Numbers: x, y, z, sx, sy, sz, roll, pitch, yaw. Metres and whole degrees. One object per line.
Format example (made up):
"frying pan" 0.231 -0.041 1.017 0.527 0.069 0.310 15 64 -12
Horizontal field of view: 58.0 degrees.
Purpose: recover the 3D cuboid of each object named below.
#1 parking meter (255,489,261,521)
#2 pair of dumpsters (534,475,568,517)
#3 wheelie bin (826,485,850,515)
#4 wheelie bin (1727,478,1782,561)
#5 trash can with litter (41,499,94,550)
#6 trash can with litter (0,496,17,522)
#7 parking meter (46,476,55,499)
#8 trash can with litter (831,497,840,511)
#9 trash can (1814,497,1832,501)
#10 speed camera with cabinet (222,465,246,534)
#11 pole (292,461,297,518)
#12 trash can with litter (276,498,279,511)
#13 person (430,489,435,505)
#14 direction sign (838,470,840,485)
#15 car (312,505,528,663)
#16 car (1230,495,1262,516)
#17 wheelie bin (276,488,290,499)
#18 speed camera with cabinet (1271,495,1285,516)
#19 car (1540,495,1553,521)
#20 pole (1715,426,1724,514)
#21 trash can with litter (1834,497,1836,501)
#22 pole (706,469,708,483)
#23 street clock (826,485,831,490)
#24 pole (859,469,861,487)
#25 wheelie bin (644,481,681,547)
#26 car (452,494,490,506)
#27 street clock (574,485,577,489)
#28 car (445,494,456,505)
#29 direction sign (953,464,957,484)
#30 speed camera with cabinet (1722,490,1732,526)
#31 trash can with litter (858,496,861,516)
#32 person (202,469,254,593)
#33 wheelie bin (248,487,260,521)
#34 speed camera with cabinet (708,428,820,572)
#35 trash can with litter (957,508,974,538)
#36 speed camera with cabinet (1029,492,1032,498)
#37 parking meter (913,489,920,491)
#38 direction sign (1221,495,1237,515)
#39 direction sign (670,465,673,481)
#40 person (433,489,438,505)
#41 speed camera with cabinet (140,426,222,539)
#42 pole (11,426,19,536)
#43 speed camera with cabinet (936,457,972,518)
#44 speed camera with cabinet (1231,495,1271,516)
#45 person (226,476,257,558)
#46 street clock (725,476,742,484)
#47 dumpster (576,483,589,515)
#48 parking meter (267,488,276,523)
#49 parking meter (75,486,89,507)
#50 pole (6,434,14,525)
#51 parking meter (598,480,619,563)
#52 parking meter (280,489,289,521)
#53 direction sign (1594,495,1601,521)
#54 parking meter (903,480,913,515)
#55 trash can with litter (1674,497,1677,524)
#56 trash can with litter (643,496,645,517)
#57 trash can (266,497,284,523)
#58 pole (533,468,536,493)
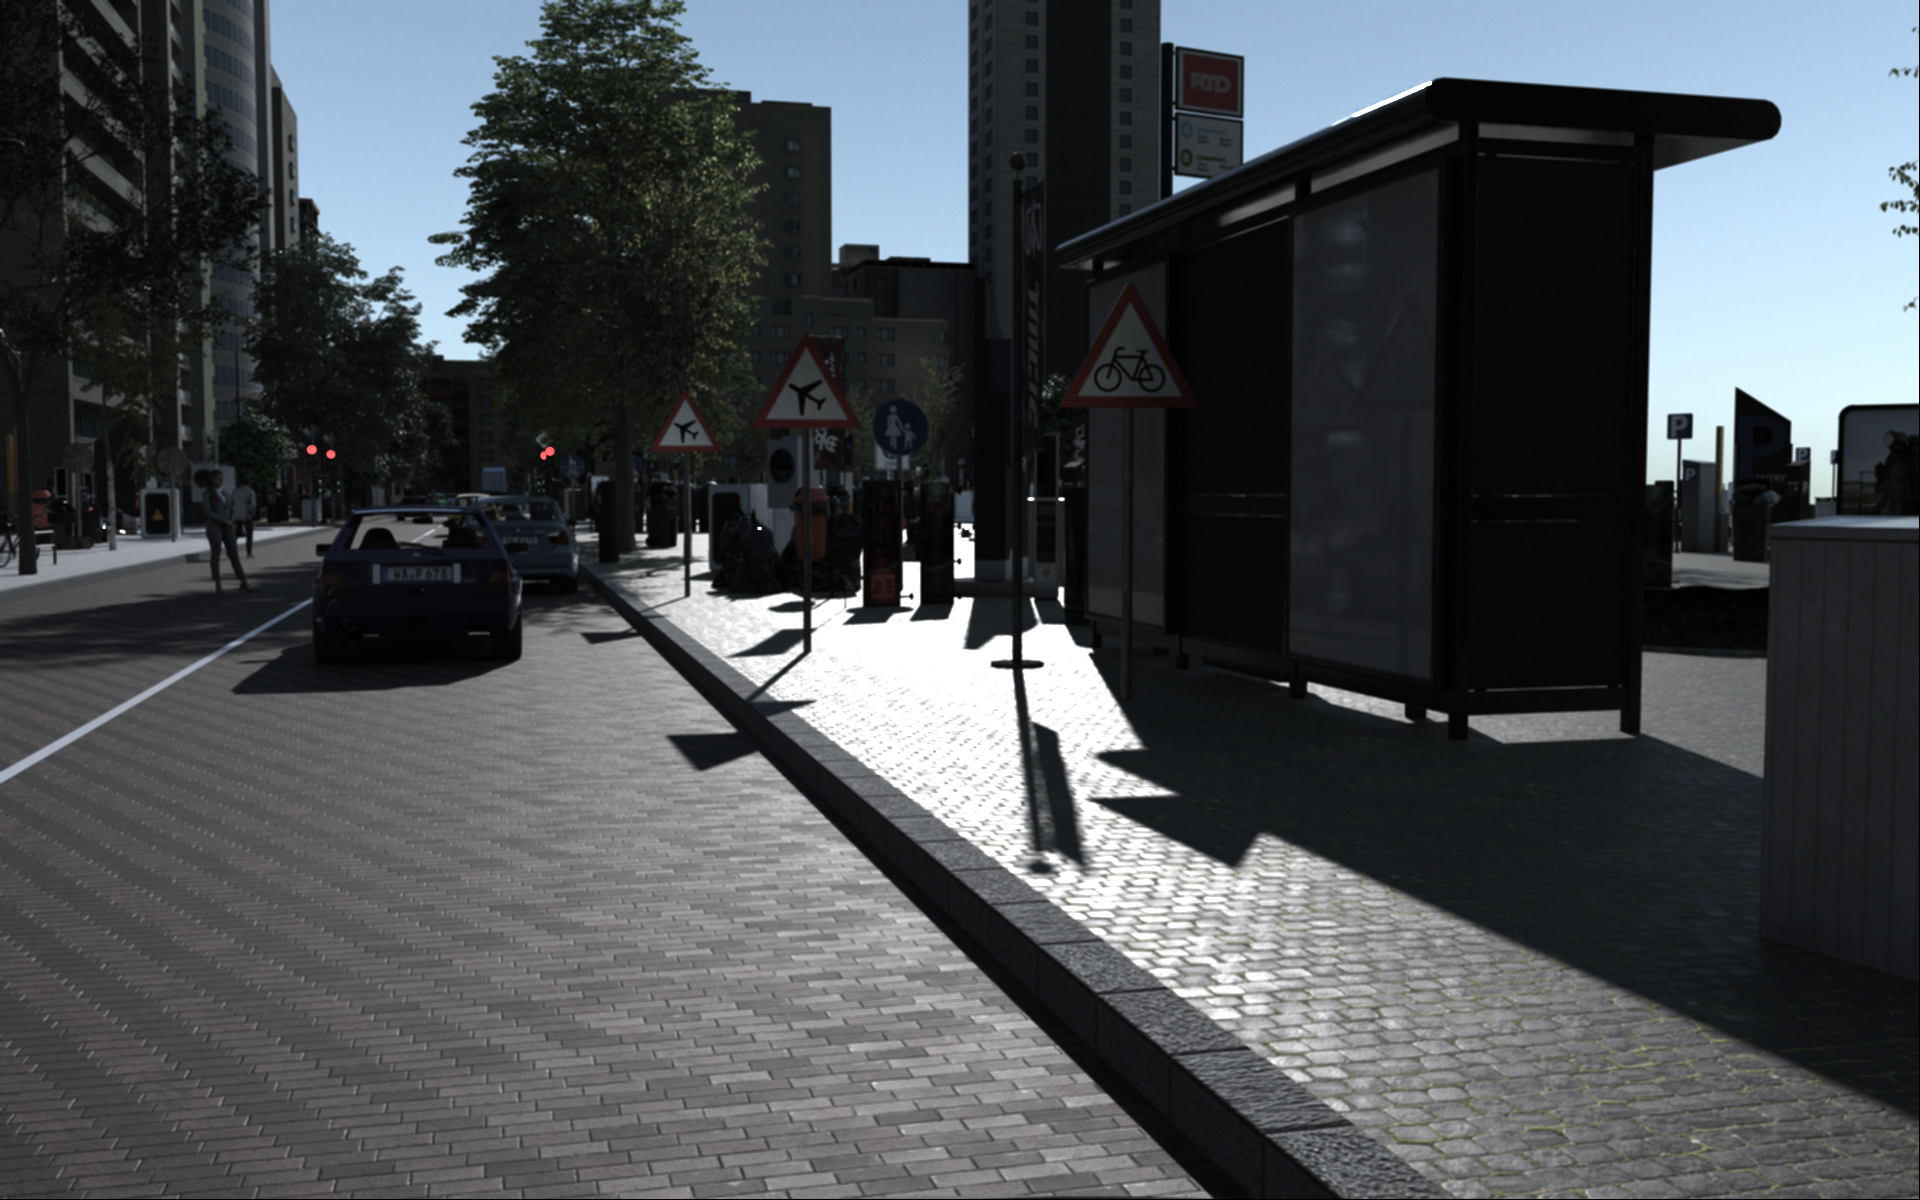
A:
"parking meter" -33.586 -4.540 82.634 0.372 1.533 0.369 0 3 0
"pair of dumpsters" -20.626 -5.194 87.415 1.574 2.255 4.437 -1 4 -15
"wheelie bin" -4.137 -3.111 58.766 0.693 1.594 0.980 2 4 35
"wheelie bin" 15.241 -1.552 33.277 0.980 1.594 0.693 2 4 33
"trash can with litter" -20.624 -1.753 40.042 0.624 1.170 1.055 1 4 15
"trash can with litter" -43.862 -4.180 79.403 2.233 1.210 1.678 1 4 10
"parking meter" -26.999 -2.810 51.649 0.399 1.863 0.255 -3 5 -40
"trash can with litter" -4.905 -2.585 53.321 1.678 1.210 2.233 2 4 26
"trash can" 36.659 -3.785 73.535 0.748 1.137 0.748 0 3 0
"speed camera with cabinet" -22.678 -3.641 53.863 0.660 3.252 2.038 -3 5 -41
"pole" -36.299 -6.151 94.414 0.158 3.312 0.155 0 3 0
"trash can with litter" -32.368 -4.338 82.316 0.624 1.170 1.055 -3 5 -40
"person" -39.203 -7.336 128.538 0.767 1.812 0.694 -2 4 -28
"direction sign" -6.672 -6.364 96.047 0.379 3.537 0.876 1 4 9
"car" -5.016 -0.220 16.171 1.945 1.354 3.894 -1 4 -16
"car" 13.299 -4.119 79.707 4.827 1.381 2.083 -1 4 -16
"wheelie bin" -36.306 -5.182 92.640 0.980 1.594 0.693 2 4 29
"speed camera with cabinet" 19.220 -6.477 100.236 0.660 3.252 2.038 -3 5 -44
"car" 29.881 -4.554 86.465 4.499 1.417 2.014 -1 4 -17
"pole" 22.825 -3.563 52.100 0.158 3.312 0.155 0 3 0
"trash can with litter" 42.268 -4.458 83.940 1.678 1.210 2.233 -3 5 -39
"pole" -20.809 -9.091 142.485 0.158 3.312 0.155 0 3 0
"street clock" -10.892 -8.530 144.031 0.471 2.002 0.358 2 4 25
"pole" -8.224 -9.068 142.099 0.158 3.312 0.155 0 3 0
"wheelie bin" -7.242 -2.106 42.341 0.693 1.594 0.980 2 4 35
"car" -16.973 -3.069 60.406 2.015 1.641 3.980 -1 4 -17
"street clock" -31.511 -8.398 141.870 0.358 2.002 0.471 -2 4 -35
"car" -59.051 -11.706 200.987 1.945 1.707 3.694 -1 4 -13
"direction sign" -0.143 -8.419 129.649 0.876 3.537 0.379 1 4 22
"speed camera with cabinet" 30.058 -4.480 67.583 2.038 3.252 0.660 3 5 44
"trash can with litter" -4.065 -4.256 80.648 2.233 1.210 1.678 -1 4 -20
"person" -10.594 -0.994 25.034 0.573 1.790 0.520 1 4 9
"wheelie bin" -33.284 -4.486 81.247 0.980 1.594 0.693 2 4 29
"speed camera with cabinet" -3.199 -2.065 28.095 2.038 3.252 0.660 3 4 38
"trash can with litter" 0.463 -2.435 51.207 1.055 1.170 0.624 -1 4 -9
"speed camera with cabinet" 4.737 -8.867 139.316 2.038 3.252 0.660 -1 4 -12
"parking meter" -2.102 -4.616 83.874 0.372 1.533 0.369 0 3 0
"direction sign" 3.257 -1.795 21.344 0.379 3.537 0.876 -1 4 -14
"direction sign" -22.214 -8.751 135.081 0.379 3.537 0.876 3 5 44
"person" -39.680 -7.443 130.381 0.709 1.800 0.728 1 4 9
"speed camera with cabinet" -22.639 -3.418 50.216 2.038 3.252 0.660 -1 4 -18
"pole" -28.052 -3.537 51.674 0.158 3.312 0.155 0 3 0
"speed camera with cabinet" -0.396 -6.049 93.235 2.038 3.252 0.660 -2 4 -29
"speed camera with cabinet" 17.053 -6.532 101.129 2.038 3.252 0.660 0 4 -7
"person" -16.084 -1.862 38.794 0.661 1.843 0.795 1 4 11
"street clock" -8.850 -3.898 68.297 0.358 2.002 0.471 3 4 36
"dumpster" -19.163 -5.109 89.295 1.264 1.857 1.865 -1 4 -15
"parking meter" -30.452 -4.171 76.599 0.372 1.533 0.369 0 3 0
"parking meter" -27.034 -2.749 53.363 0.372 1.533 0.369 0 3 0
"pole" -32.215 -3.973 58.795 0.158 3.312 0.155 0 3 0
"parking meter" -6.576 -1.468 32.408 0.372 1.533 0.369 0 3 0
"parking meter" -31.726 -4.460 81.329 0.372 1.533 0.369 0 3 0
"direction sign" 6.947 -1.641 18.829 0.876 3.537 0.379 3 4 37
"parking meter" -2.158 -4.065 72.169 0.255 1.863 0.399 -3 5 -43
"trash can with litter" 23.964 -2.919 59.107 1.055 1.170 0.624 3 4 37
"trash can with litter" -17.781 -5.151 95.605 0.624 1.170 1.055 2 4 29
"trash can" -30.727 -4.041 77.732 0.748 1.137 0.748 0 3 0
"pole" -33.130 -8.633 135.000 0.158 3.312 0.155 0 3 0
